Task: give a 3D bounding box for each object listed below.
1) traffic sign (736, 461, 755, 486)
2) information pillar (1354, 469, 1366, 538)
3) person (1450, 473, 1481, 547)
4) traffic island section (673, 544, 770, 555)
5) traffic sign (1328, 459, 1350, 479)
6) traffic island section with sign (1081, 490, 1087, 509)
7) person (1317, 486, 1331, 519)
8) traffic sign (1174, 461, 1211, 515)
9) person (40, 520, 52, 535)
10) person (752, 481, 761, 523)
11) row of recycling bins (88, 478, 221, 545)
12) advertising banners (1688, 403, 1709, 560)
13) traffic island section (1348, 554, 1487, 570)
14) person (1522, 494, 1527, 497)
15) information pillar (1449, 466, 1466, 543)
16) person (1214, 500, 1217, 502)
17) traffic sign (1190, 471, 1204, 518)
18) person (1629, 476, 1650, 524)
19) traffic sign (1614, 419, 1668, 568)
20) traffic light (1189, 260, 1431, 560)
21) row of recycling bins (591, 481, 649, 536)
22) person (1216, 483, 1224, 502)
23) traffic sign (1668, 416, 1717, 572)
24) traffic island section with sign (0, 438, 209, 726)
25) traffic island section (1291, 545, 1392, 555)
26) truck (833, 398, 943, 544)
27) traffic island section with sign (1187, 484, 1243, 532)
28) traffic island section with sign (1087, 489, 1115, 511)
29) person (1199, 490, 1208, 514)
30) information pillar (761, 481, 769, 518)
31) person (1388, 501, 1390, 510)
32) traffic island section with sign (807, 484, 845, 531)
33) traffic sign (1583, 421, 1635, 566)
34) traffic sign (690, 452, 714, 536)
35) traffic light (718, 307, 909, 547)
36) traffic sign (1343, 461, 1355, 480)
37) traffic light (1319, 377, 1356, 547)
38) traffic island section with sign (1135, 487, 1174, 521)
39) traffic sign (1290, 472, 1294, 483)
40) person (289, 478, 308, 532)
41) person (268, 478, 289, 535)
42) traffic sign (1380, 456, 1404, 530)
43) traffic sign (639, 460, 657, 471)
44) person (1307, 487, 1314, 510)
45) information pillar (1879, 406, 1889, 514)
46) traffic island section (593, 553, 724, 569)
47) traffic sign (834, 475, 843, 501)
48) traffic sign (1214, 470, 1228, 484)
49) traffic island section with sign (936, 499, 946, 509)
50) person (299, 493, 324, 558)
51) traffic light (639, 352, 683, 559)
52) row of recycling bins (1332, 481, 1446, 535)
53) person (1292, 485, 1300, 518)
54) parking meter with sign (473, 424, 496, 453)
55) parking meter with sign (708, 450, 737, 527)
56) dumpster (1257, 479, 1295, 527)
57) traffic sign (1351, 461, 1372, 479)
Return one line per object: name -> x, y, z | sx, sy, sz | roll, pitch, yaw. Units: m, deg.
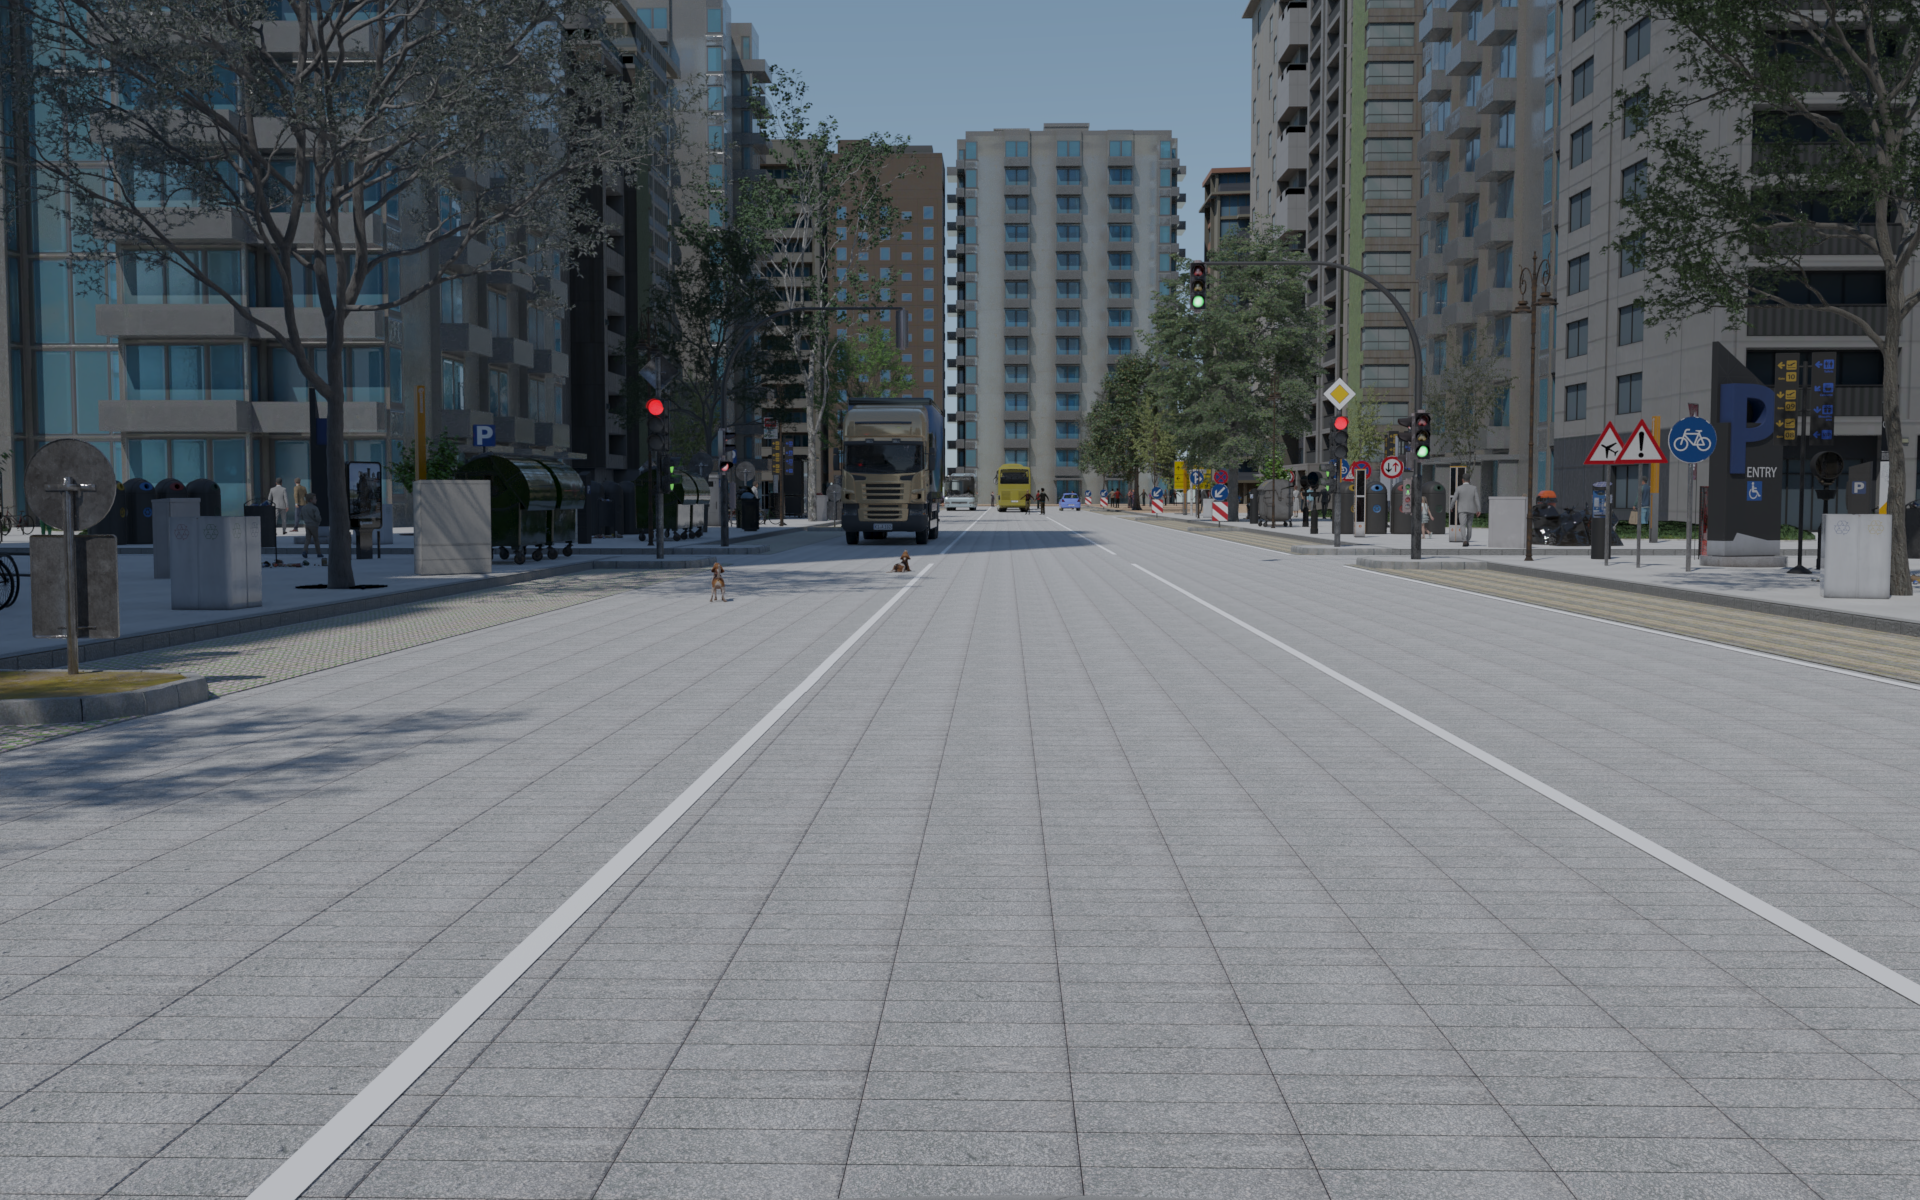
traffic sign -> -8.382, -4.132, 67.657 | 0.768, 2.556, 0.104 | 0, 4, 3
information pillar -> 11.787, -2.848, 51.061 | 0.304, 2.012, 0.304 | 0, 4, 5
person -> 12.358, -2.202, 42.318 | 0.678, 1.792, 0.850 | 0, 4, 7
traffic island section -> -5.769, -1.229, 42.382 | 2.009, 0.180, 2.903 | 0, 4, 1
traffic sign -> 13.062, -3.655, 59.872 | 0.768, 2.556, 0.104 | 0, 4, 4
traffic island section with sign -> 12.487, -9.910, 170.661 | 1.989, 1.847, 2.006 | 0, 4, 1
person -> 18.902, -5.132, 89.728 | 0.659, 1.850, 0.755 | 1, 4, 22
traffic sign -> 14.085, -6.793, 104.945 | 2.265, 3.308, 0.079 | 0, 4, 4
person -> -23.814, -2.129, 45.094 | 0.306, 1.304, 0.590 | -3, 4, -37
person -> -9.088, -4.281, 75.881 | 0.795, 1.843, 0.661 | 0, 4, 3
row of recycling bins -> -20.787, -2.299, 44.699 | 1.069, 1.692, 3.534 | 2, 4, 32
advertising banners -> 14.648, -2.312, 33.996 | 0.090, 3.025, 2.074 | 3, 5, 44
traffic island section -> 8.961, -0.717, 34.012 | 2.009, 0.180, 2.903 | 0, 4, 1
person -> 23.821, -3.860, 73.425 | 0.425, 1.301, 0.394 | -1, 4, -20
information pillar -> 13.165, -2.529, 45.835 | 0.304, 2.012, 0.304 | -1, 4, -20
person -> 13.034, -4.925, 86.840 | 0.850, 1.792, 0.678 | 0, 4, 1
traffic sign -> 12.925, -5.784, 94.667 | 0.768, 2.556, 0.104 | 0, 4, 2
person -> 20.630, -2.832, 52.338 | 0.794, 1.824, 0.713 | 0, 4, -2
traffic sign -> 11.791, -1.837, 30.040 | 0.884, 2.594, 0.081 | 1, 4, 11
traffic light -> 6.828, -3.617, 33.811 | 4.771, 5.953, 1.251 | 0, 4, 1
row of recycling bins -> -10.828, -2.912, 54.719 | 1.069, 1.692, 3.534 | 2, 4, 23
person -> 12.178, -4.591, 81.380 | 0.520, 1.790, 0.573 | 3, 5, 45
traffic sign -> 12.030, -1.739, 28.537 | 0.768, 2.556, 0.104 | 0, 4, 6
traffic island section with sign -> -6.231, -0.180, 11.573 | 1.989, 1.847, 2.006 | 0, 4, 1
traffic island section -> 9.167, -1.206, 41.994 | 2.009, 0.180, 2.903 | 0, 4, 1
truck -> -1.966, -3.898, 52.643 | 2.839, 4.237, 11.283 | 0, 4, 2
traffic island section with sign -> 9.813, -3.556, 66.761 | 1.989, 1.847, 2.006 | 0, 4, 1
traffic island section with sign -> 11.788, -8.262, 143.715 | 1.989, 1.847, 2.006 | 0, 4, 1
person -> 15.776, -6.540, 112.751 | 0.755, 1.850, 0.659 | 0, 4, 0
information pillar -> -10.639, -5.510, 94.573 | 0.304, 2.012, 0.304 | -3, 5, -39
person -> 25.108, -5.806, 100.883 | 0.656, 1.842, 0.836 | 2, 4, 29
traffic island section with sign -> -4.813, -3.568, 66.969 | 1.989, 1.847, 2.006 | 0, 4, 1
traffic sign -> 11.563, -1.891, 30.914 | 0.884, 2.594, 0.081 | 0, 4, 6
traffic sign -> -7.905, -3.232, 52.951 | 0.768, 2.556, 0.104 | 0, 4, 8
traffic light -> -3.636, -4.132, 42.228 | 4.771, 5.953, 1.251 | 0, 4, 1
traffic sign -> 15.359, -4.131, 67.552 | 0.884, 2.594, 0.081 | 1, 4, 9
traffic light -> 9.127, -3.239, 41.881 | 0.839, 4.253, 0.868 | 0, 4, 1
traffic island section with sign -> 10.507, -5.211, 93.821 | 1.989, 1.847, 2.006 | 0, 4, 1
traffic sign -> 16.973, -5.498, 89.992 | 0.768, 2.556, 0.104 | 1, 4, 8
person -> -22.399, -3.240, 58.921 | 0.836, 1.842, 0.656 | -1, 4, -14
person -> -21.438, -2.948, 54.510 | 0.678, 1.792, 0.850 | 0, 4, -6
traffic sign -> 14.397, -3.528, 57.785 | 0.768, 2.556, 0.104 | 0, 4, 5
traffic sign -> -11.439, -3.914, 63.734 | 0.795, 2.593, 0.064 | 0, 4, 2
person -> 21.376, -6.106, 105.738 | 0.638, 1.841, 0.748 | -1, 4, -16
information pillar -> 23.611, -3.222, 44.026 | 0.183, 3.616, 0.504 | -1, 4, -20
traffic island section -> -5.975, -0.741, 34.400 | 2.009, 0.180, 2.903 | 0, 4, 1
traffic sign -> -6.453, -5.526, 92.472 | 0.606, 2.300, 0.079 | 0, 4, 8
traffic sign -> 13.624, -5.530, 90.517 | 0.768, 2.556, 0.104 | 0, 4, 2
traffic island section with sign -> -2.124, -9.944, 171.205 | 1.989, 1.847, 2.006 | 0, 4, 1
person -> -13.038, -1.496, 34.775 | 0.475, 1.303, 0.640 | 0, 4, 7
traffic light -> -5.935, -2.773, 34.264 | 0.839, 4.253, 0.868 | 0, 4, 1
row of recycling bins -> 13.685, -2.950, 55.338 | 3.534, 1.692, 1.069 | 0, 4, 5
person -> 18.232, -5.362, 94.285 | 0.480, 1.755, 0.524 | -2, 4, -33
parking meter with sign -> -12.296, -2.936, 44.265 | 0.543, 3.016, 1.738 | -2, 4, -26
parking meter with sign -> -9.630, -4.408, 68.337 | 1.738, 3.016, 0.543 | 3, 4, 36
dumpster -> 12.286, -3.764, 67.301 | 1.264, 1.857, 1.865 | 0, 4, 2
traffic sign -> 15.250, -4.022, 65.861 | 0.768, 2.556, 0.104 | 1, 4, 10
